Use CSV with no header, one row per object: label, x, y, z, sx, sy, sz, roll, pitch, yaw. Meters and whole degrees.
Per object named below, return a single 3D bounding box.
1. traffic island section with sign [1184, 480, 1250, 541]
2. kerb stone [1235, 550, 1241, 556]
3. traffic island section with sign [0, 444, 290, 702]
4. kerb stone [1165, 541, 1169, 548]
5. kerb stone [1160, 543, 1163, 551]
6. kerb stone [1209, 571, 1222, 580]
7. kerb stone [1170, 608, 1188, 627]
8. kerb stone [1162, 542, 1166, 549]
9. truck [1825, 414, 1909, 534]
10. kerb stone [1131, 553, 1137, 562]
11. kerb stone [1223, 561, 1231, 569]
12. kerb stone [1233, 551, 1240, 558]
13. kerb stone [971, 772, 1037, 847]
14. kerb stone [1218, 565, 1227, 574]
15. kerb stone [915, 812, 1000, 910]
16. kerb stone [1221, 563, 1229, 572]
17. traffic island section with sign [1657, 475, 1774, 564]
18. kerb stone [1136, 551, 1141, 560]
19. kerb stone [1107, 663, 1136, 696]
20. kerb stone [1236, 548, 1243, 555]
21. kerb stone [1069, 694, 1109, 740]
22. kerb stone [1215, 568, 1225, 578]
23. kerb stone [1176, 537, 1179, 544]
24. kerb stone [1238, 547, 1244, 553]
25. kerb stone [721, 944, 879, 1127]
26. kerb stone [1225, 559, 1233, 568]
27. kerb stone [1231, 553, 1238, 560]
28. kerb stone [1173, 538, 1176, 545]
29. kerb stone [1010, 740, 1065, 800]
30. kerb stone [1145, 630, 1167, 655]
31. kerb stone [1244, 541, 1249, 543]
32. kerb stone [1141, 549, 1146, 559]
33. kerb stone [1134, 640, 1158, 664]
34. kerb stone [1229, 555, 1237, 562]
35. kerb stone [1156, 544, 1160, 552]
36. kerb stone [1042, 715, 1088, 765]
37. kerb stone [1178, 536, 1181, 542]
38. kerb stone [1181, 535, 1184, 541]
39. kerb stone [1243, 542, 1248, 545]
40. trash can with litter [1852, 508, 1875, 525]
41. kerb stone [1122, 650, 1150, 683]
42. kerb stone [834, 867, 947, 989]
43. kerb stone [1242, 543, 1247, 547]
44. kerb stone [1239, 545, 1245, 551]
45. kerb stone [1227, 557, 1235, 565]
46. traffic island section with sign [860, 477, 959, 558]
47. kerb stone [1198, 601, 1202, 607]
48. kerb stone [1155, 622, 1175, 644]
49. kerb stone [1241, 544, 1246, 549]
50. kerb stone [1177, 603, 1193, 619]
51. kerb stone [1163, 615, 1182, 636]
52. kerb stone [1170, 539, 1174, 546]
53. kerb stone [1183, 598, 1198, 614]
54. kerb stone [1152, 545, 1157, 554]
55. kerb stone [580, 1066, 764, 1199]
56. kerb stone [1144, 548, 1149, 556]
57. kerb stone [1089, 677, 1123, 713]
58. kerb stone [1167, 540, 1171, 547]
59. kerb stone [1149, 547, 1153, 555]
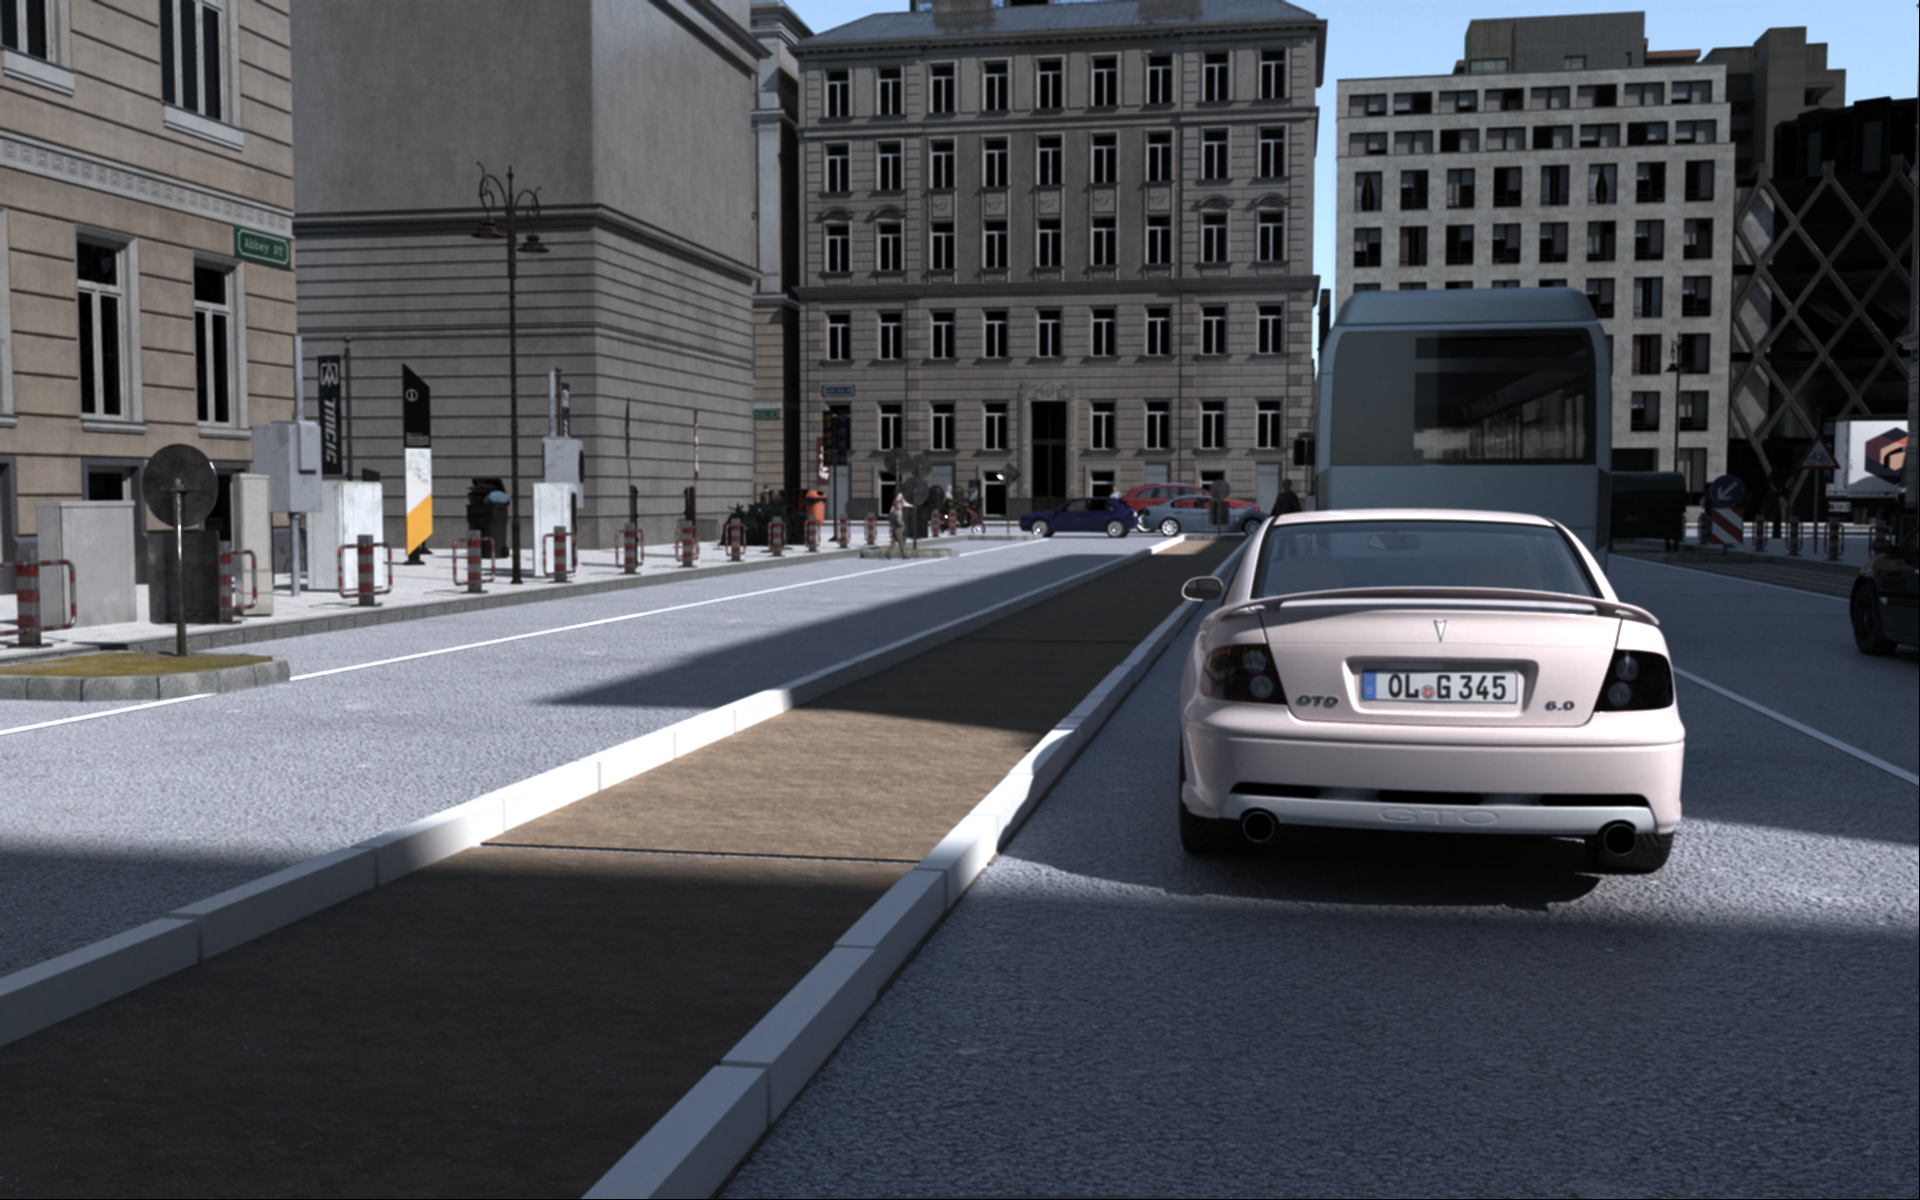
traffic island section with sign,8.021,-2.792,53.778,2.006,1.907,1.989,1,4,11
kerb stone,5.990,-0.951,37.744,0.120,0.150,1.000,1,4,11
traffic island section with sign,-6.191,-0.264,12.940,1.989,1.847,2.006,1,4,11
kerb stone,5.275,-1.402,45.119,0.120,0.150,1.000,1,4,11
kerb stone,4.884,-1.270,43.104,0.120,0.150,1.000,1,4,11
kerb stone,4.066,-0.332,27.646,0.120,0.150,1.000,1,4,11
kerb stone,2.323,0.222,18.568,0.120,0.150,1.000,1,4,11
kerb stone,5.088,-1.339,44.111,0.120,0.150,1.000,1,4,11
truck,37.030,-4.429,61.323,11.283,4.237,2.839,1,4,10
kerb stone,3.535,-0.847,36.049,0.120,0.150,1.000,1,4,11
kerb stone,4.833,-0.580,31.677,0.120,0.150,1.000,1,4,11
kerb stone,5.808,-0.889,36.735,0.120,0.150,1.000,1,4,11
kerb stone,0.188,0.903,7.431,0.120,0.150,1.000,1,4,11
kerb stone,4.445,-0.455,29.660,0.120,0.150,1.000,1,4,11
kerb stone,-0.005,0.965,6.424,0.120,0.150,1.000,1,4,11
kerb stone,4.641,-0.518,30.670,0.120,0.150,1.000,1,4,11
traffic island section with sign,15.872,-1.707,36.536,1.989,1.847,2.006,1,4,11
kerb stone,3.725,-0.909,37.056,0.120,0.150,1.000,1,4,11
kerb stone,1.150,0.596,12.507,0.120,0.150,1.000,1,4,11
kerb stone,6.193,-1.010,38.748,0.120,0.150,1.000,1,4,11
kerb stone,0.770,0.717,10.472,0.120,0.150,1.000,1,4,11
kerb stone,4.260,-0.395,28.652,0.120,0.150,1.000,1,4,11
kerb stone,6.048,-1.649,49.152,0.120,0.150,1.000,1,4,11
kerb stone,6.379,-1.074,39.762,0.120,0.150,1.000,1,4,11
kerb stone,-0.389,1.088,4.408,0.120,0.150,1.000,1,4,11
kerb stone,5.024,-0.641,32.684,0.120,0.150,1.000,1,4,11
kerb stone,5.605,-0.828,35.728,0.120,0.150,1.000,1,4,11
kerb stone,5.849,-1.587,48.147,0.120,0.150,1.000,1,4,11
kerb stone,0.376,0.841,8.446,0.120,0.150,1.000,1,4,11
kerb stone,1.739,0.408,15.537,0.120,0.150,1.000,1,4,11
kerb stone,7.352,-1.381,44.801,0.120,0.150,1.000,1,4,11
kerb stone,3.923,-0.971,38.064,0.120,0.150,1.000,1,4,11
kerb stone,1.541,0.472,14.532,0.120,0.150,1.000,1,4,11
kerb stone,5.415,-0.762,34.714,0.120,0.150,1.000,1,4,11
kerb stone,4.702,-1.217,42.094,0.120,0.150,1.000,1,4,11
kerb stone,0.566,0.782,9.459,0.120,0.150,1.000,1,4,11
kerb stone,6.236,-1.708,50.159,0.120,0.150,1.000,1,4,11
kerb stone,6.440,-1.772,51.169,0.120,0.150,1.000,1,4,11
kerb stone,7.154,-1.312,43.793,0.120,0.150,1.000,1,4,11
trash can with litter,37.526,-3.700,71.887,1.055,1.170,0.624,-1,4,-13
kerb stone,1.359,0.531,13.510,0.120,0.150,1.000,1,4,11
kerb stone,-0.207,1.027,5.417,0.120,0.150,1.000,1,4,11
kerb stone,6.962,-1.257,42.783,0.120,0.150,1.000,1,4,11
kerb stone,6.571,-1.136,40.769,0.120,0.150,1.000,1,4,11
kerb stone,5.229,-0.700,33.699,0.120,0.150,1.000,1,4,11
traffic island section with sign,-1.083,-1.893,39.576,1.989,1.847,2.006,1,4,11
kerb stone,2.903,0.037,21.598,0.120,0.150,1.000,1,4,11
kerb stone,1.932,0.345,16.549,0.120,0.150,1.000,1,4,11
kerb stone,6.773,-1.197,41.773,0.120,0.150,1.000,1,4,11
kerb stone,2.512,0.166,19.583,0.120,0.150,1.000,1,4,11
kerb stone,2.129,0.287,17.557,0.120,0.150,1.000,1,4,11
kerb stone,5.660,-1.521,47.135,0.120,0.150,1.000,1,4,11
kerb stone,2.717,0.099,20.589,0.120,0.150,1.000,1,4,11
kerb stone,4.503,-1.155,41.087,0.120,0.150,1.000,1,4,11
kerb stone,-0.586,1.154,3.403,0.120,0.150,1.000,1,4,11
kerb stone,4.110,-1.032,39.076,0.120,0.150,1.000,1,4,11
kerb stone,0.958,0.656,11.488,0.120,0.150,1.000,1,4,11
kerb stone,5.465,-1.464,46.129,0.120,0.150,1.000,1,4,11
kerb stone,4.306,-1.094,40.082,0.120,0.150,1.000,1,4,11
